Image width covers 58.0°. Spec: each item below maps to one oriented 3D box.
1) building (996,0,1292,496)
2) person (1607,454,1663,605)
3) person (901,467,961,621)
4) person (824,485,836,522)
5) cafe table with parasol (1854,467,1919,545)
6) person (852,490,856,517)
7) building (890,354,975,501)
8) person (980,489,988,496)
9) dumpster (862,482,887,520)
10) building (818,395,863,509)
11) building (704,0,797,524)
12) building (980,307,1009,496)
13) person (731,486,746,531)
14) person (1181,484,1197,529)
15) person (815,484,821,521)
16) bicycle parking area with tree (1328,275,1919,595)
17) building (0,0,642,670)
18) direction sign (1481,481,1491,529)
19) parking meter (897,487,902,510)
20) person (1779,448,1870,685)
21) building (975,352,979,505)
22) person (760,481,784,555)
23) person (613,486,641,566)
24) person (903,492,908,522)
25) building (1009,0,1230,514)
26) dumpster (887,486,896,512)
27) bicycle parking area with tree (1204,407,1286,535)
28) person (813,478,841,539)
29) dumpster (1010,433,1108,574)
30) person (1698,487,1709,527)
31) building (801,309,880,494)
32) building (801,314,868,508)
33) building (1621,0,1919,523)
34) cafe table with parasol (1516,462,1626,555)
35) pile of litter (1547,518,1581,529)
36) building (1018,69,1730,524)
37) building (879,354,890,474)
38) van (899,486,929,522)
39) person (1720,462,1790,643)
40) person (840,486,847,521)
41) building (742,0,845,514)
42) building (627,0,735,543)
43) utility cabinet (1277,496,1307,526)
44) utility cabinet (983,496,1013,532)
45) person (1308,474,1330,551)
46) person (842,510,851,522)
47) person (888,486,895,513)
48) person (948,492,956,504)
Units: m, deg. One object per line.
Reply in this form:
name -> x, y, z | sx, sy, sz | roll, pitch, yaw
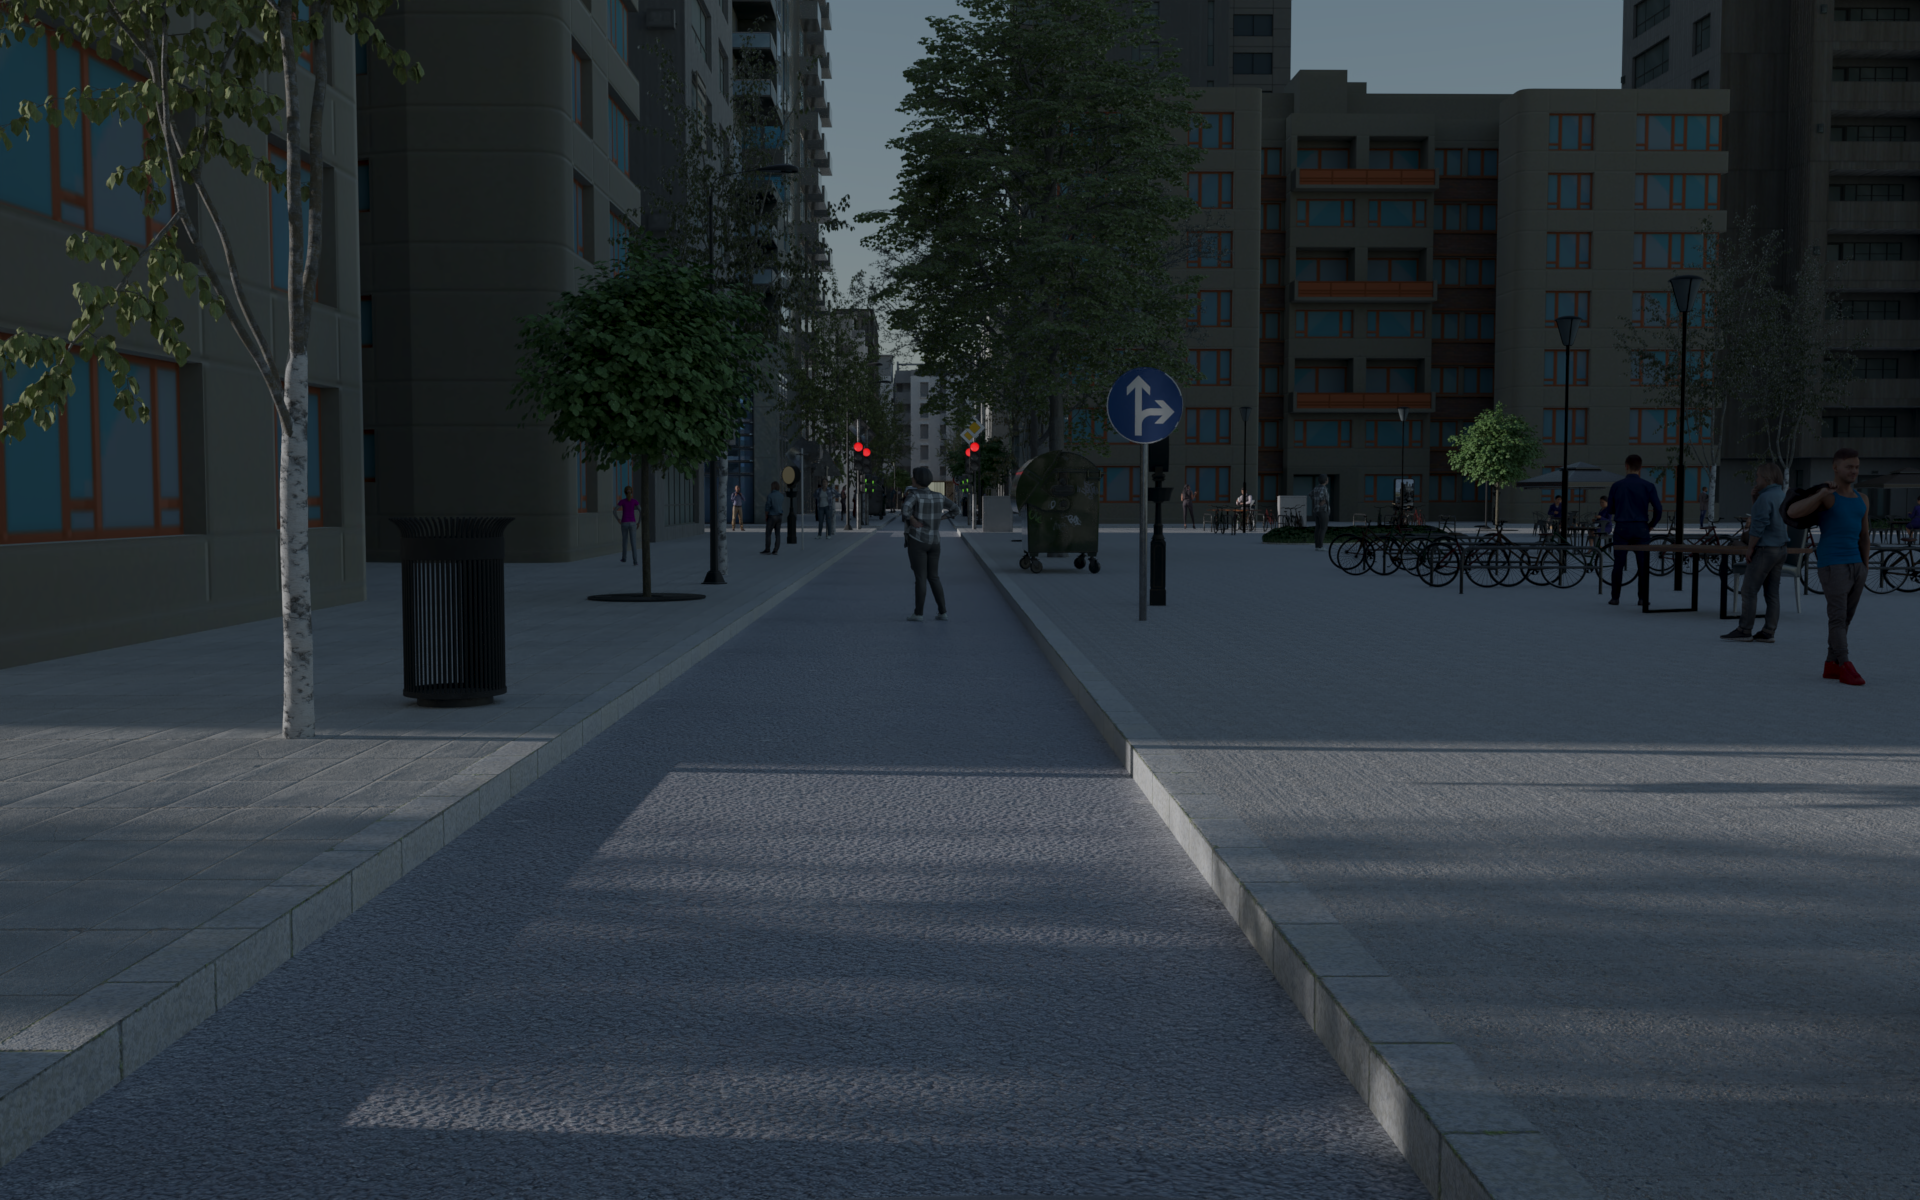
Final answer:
building -> 13.461, -42.595, 134.680 | 20.563, 71.187, 20.611 | 0, 4, -1
person -> 7.783, -0.813, 20.032 | 0.576, 1.737, 0.504 | 1, 4, 14
person -> -0.387, -0.632, 19.549 | 0.841, 1.734, 0.376 | -3, 4, -36
person -> -6.114, -4.497, 80.293 | 0.841, 1.734, 0.376 | -2, 4, -32
cafe table with parasol -> 24.040, -2.392, 43.981 | 2.610, 1.966, 2.610 | -2, 4, -27
person -> -5.689, -5.289, 94.981 | 0.387, 1.526, 0.523 | 2, 4, 35
building -> -3.465, -23.531, 241.143 | 11.380, 20.091, 16.016 | 0, 4, -1
person -> 1.474, -6.088, 105.442 | 0.599, 1.838, 0.709 | 0, 4, 2
dumpster -> -4.440, -4.929, 86.350 | 1.264, 1.857, 1.865 | 0, 4, -1
building -> -13.449, -13.348, 160.388 | 9.099, 9.664, 28.070 | 0, 4, -1
building -> -19.163, -47.312, 86.231 | 22.319, 86.520, 31.000 | 0, 4, -1
building -> 10.944, -18.677, 171.820 | 16.747, 18.905, 31.486 | 0, 4, -1
person -> -7.737, -3.200, 60.426 | 0.516, 1.574, 0.319 | -1, 4, -22
person -> 8.458, -3.450, 63.925 | 0.593, 1.643, 0.415 | -2, 4, -24
person -> -6.608, -4.582, 81.657 | 0.504, 1.737, 0.576 | -1, 4, -21
bicycle parking area with tree -> 9.817, -2.348, 25.394 | 9.016, 4.147, 8.231 | 1, 4, 16
building -> -21.078, -11.060, 25.866 | 27.650, 21.520, 28.899 | 0, 4, -1
direction sign -> 19.307, -4.371, 63.460 | 0.379, 3.537, 0.876 | 0, 4, -5
parking meter -> -5.010, -8.434, 143.612 | 0.399, 1.863, 0.255 | 0, 4, 5
person -> 5.997, -0.241, 11.860 | 0.647, 1.594, 0.662 | -2, 4, -26
building -> 10.523, -20.603, 203.313 | 16.747, 18.905, 31.486 | 0, 4, -1
person -> -3.962, -1.735, 36.630 | 0.499, 1.552, 0.429 | -1, 4, -18
person -> -5.988, -1.338, 31.154 | 0.726, 1.435, 0.776 | -1, 4, -18
person -> -2.670, -4.716, 87.877 | 0.482, 1.546, 0.388 | -1, 4, -13
building -> 10.293, -26.572, 118.040 | 14.154, 41.232, 14.086 | 0, 4, -1
dumpster -> -5.057, -6.979, 119.873 | 1.264, 1.857, 1.865 | 0, 4, -1
bicycle parking area with tree -> 11.997, -4.288, 57.112 | 8.231, 4.147, 9.016 | 1, 4, 13
person -> -3.851, -2.616, 49.544 | 0.841, 1.734, 0.376 | 1, 4, 19
dumpster -> 1.625, -1.599, 28.630 | 1.502, 2.255, 1.985 | 0, 4, -1
person -> 29.343, -3.601, 68.194 | 0.431, 1.722, 0.655 | 1, 4, 9
building -> -26.084, -22.057, 204.610 | 32.646, 21.610, 27.936 | 0, 4, -1
building -> -17.564, -19.797, 180.102 | 16.016, 20.091, 11.380 | 0, 4, -1
building -> 40.043, -18.874, 80.297 | 14.107, 30.474, 14.160 | 0, 4, -1
cafe table with parasol -> 13.175, -1.955, 36.835 | 2.610, 1.966, 2.610 | 3, 5, 43
pile of litter -> 22.353, -3.051, 63.851 | 1.719, 0.858, 1.176 | 0, 4, 4
building -> 18.134, -14.849, 87.821 | 28.899, 21.520, 27.650 | 0, 4, -1
building -> -14.842, -23.514, 240.874 | 11.380, 20.091, 16.016 | 0, 4, -1
van -> -2.231, -5.173, 91.592 | 2.013, 2.044, 4.112 | 0, 4, 0
person -> 6.926, -0.410, 14.957 | 0.499, 1.552, 0.429 | -1, 4, -14
person -> -5.410, -4.525, 81.491 | 0.593, 1.643, 0.415 | 3, 5, 43
building -> -20.257, -30.485, 118.031 | 23.786, 49.044, 30.456 | 0, 4, -1
building -> -14.134, -22.482, 51.171 | 14.086, 41.232, 14.154 | 0, 4, -1
utility cabinet -> 12.178, -3.203, 63.529 | 1.020, 1.237, 0.306 | 0, 4, -5
utility cabinet -> 1.276, -2.903, 58.619 | 1.020, 1.237, 0.306 | 0, 4, 0
person -> 8.127, -1.973, 39.032 | 0.376, 1.734, 0.841 | 0, 4, -2
person -> -5.159, -3.815, 78.890 | 0.357, 0.543, 0.381 | -3, 4, -38
person -> -4.655, -6.860, 118.325 | 0.434, 1.807, 0.598 | -1, 4, -18
person -> -0.507, -9.657, 164.752 | 1.217, 1.723, 0.721 | 1, 4, 10
